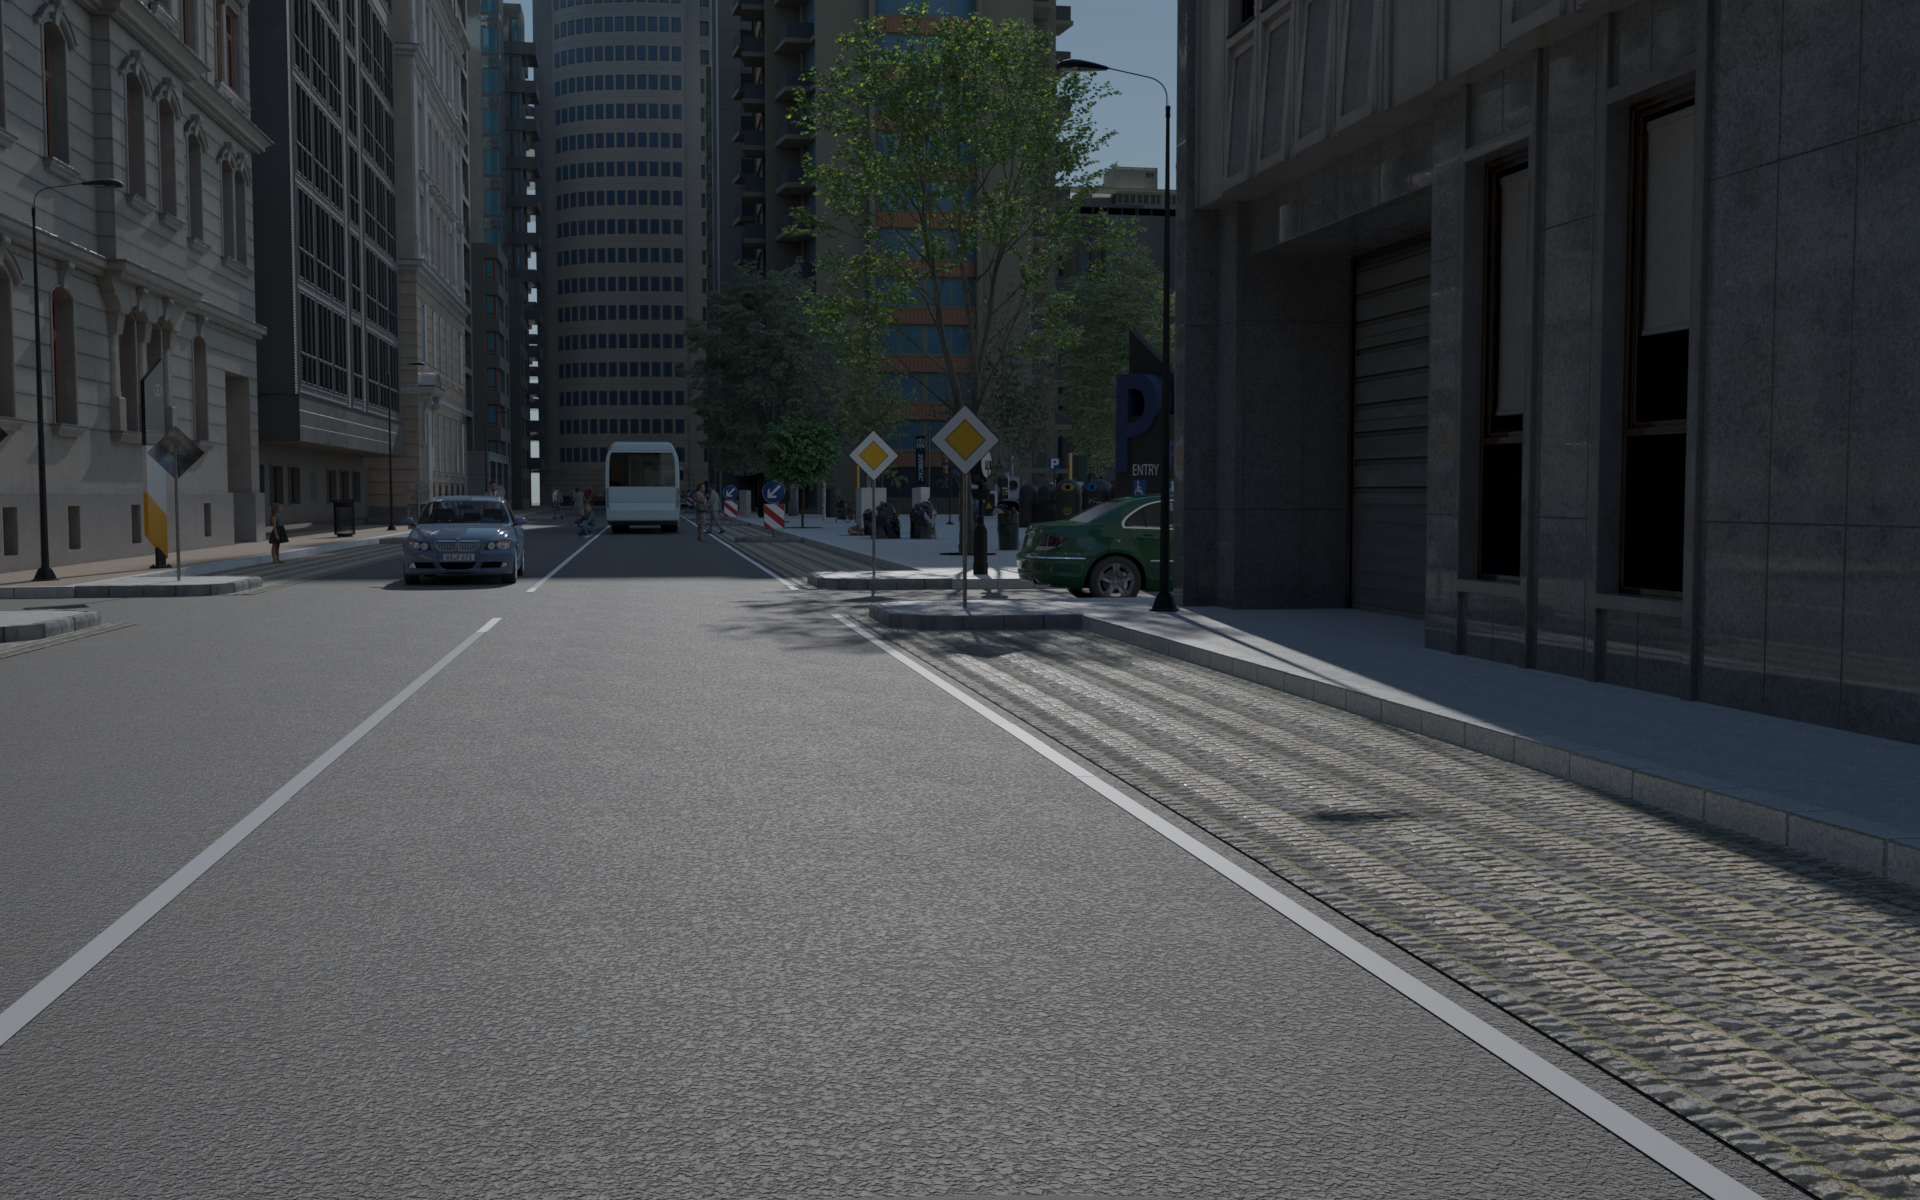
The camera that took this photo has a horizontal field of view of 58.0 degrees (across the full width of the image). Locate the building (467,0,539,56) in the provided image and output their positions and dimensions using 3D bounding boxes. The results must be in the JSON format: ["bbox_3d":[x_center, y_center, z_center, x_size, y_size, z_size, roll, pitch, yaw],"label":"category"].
[{"bbox_3d":[-54.257,-32.974,158.740,30.456,49.044,23.786,-1,4,-10],"label":"building"}]

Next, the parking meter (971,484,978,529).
[{"bbox_3d":[0.336,-2.134,43.295,0.372,1.533,0.369,0,3,0],"label":"parking meter"}]

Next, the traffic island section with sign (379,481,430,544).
[{"bbox_3d":[-15.688,-2.544,50.228,1.989,1.847,2.006,-1,4,-10],"label":"traffic island section with sign"}]

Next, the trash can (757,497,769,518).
[{"bbox_3d":[-10.686,-5.040,94.052,0.748,1.137,0.748,0,3,0],"label":"trash can"}]

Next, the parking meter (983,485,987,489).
[{"bbox_3d":[1.338,-5.473,95.194,0.399,1.863,0.255,0,4,-5],"label":"parking meter"}]

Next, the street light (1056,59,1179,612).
[{"bbox_3d":[1.712,-2.827,18.763,1.470,5.913,1.316,-1,4,-10],"label":"street light"}]

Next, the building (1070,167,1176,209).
[{"bbox_3d":[20.806,-31.596,208.481,23.993,40.220,32.217,-1,4,-10],"label":"building"}]

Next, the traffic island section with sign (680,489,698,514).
[{"bbox_3d":[-19.439,-7.285,127.736,1.989,1.847,2.006,-1,4,-10],"label":"traffic island section with sign"}]

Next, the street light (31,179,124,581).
[{"bbox_3d":[-13.032,-3.245,25.599,1.470,5.913,1.316,-1,4,-10],"label":"street light"}]

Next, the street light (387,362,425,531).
[{"bbox_3d":[-19.508,-5.410,60.996,1.470,5.913,1.316,-1,4,-10],"label":"street light"}]

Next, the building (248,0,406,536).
[{"bbox_3d":[-27.645,-16.169,57.874,14.314,27.812,24.014,-1,4,-10],"label":"building"}]

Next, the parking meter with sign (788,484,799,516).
[{"bbox_3d":[-9.766,-6.449,101.696,0.543,3.016,1.738,0,4,4],"label":"parking meter with sign"}]

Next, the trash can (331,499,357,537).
[{"bbox_3d":[-18.477,-2.467,51.988,0.748,1.137,0.748,0,3,0],"label":"trash can"}]

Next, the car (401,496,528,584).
[{"bbox_3d":[-8.279,-1.046,29.111,2.014,1.417,4.499,-1,4,-12],"label":"car"}]

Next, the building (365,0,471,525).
[{"bbox_3d":[-30.240,-17.973,79.758,13.634,28.700,20.117,-1,4,-10],"label":"building"}]

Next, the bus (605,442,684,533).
[{"bbox_3d":[-12.245,-4.449,67.598,2.948,3.499,13.247,-1,4,-9],"label":"bus"}]

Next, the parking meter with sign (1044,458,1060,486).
[{"bbox_3d":[4.415,-5.390,84.384,0.543,3.016,1.738,-1,4,-10],"label":"parking meter with sign"}]

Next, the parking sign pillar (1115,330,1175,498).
[{"bbox_3d":[3.051,-2.411,27.887,1.447,3.967,1.447,-2,4,-31],"label":"parking sign pillar"}]

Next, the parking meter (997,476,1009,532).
[{"bbox_3d":[1.373,-3.035,55.340,0.255,1.863,0.399,-1,4,-20],"label":"parking meter"}]

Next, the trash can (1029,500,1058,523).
[{"bbox_3d":[2.084,-1.934,43.281,0.748,1.137,0.748,0,3,0],"label":"trash can"}]

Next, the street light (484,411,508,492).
[{"bbox_3d":[-25.929,-7.596,96.732,1.470,5.913,1.316,-1,4,-10],"label":"street light"}]

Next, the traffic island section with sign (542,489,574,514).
[{"bbox_3d":[-29.414,-7.202,126.377,1.989,1.847,2.006,-1,4,-10],"label":"traffic island section with sign"}]

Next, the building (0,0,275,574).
[{"bbox_3d":[-23.067,-15.102,34.306,14.401,28.519,23.554,-1,4,-10],"label":"building"}]

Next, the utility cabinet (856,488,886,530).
[{"bbox_3d":[-3.132,-3.194,60.907,1.173,1.500,0.318,-3,5,-45],"label":"utility cabinet"}]

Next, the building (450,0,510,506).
[{"bbox_3d":[-38.988,-40.843,106.033,20.563,71.187,20.611,-1,4,-10],"label":"building"}]

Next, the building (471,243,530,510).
[{"bbox_3d":[-47.966,-17.515,131.402,27.650,21.520,28.899,-1,4,-10],"label":"building"}]

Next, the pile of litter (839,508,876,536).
[{"bbox_3d":[-2.965,-2.429,53.675,1.719,0.858,1.176,-1,4,-19],"label":"pile of litter"}]

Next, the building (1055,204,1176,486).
[{"bbox_3d":[15.693,-24.762,176.554,14.107,30.474,14.160,-1,4,-10],"label":"building"}]

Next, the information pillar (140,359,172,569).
[{"bbox_3d":[-13.862,-2.352,29.812,0.183,3.616,0.504,1,4,14],"label":"information pillar"}]

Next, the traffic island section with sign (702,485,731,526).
[{"bbox_3d":[-10.499,-4.254,78.180,1.989,1.847,2.006,-1,4,-10],"label":"traffic island section with sign"}]

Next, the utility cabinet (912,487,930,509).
[{"bbox_3d":[-1.273,-2.891,55.952,0.318,1.500,1.173,1,4,13],"label":"utility cabinet"}]

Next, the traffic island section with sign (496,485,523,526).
[{"bbox_3d":[-20.553,-4.195,77.224,1.989,1.847,2.006,-1,4,-10],"label":"traffic island section with sign"}]

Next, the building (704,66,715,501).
[{"bbox_3d":[-17.960,-29.781,170.513,14.154,41.232,14.086,-1,4,-10],"label":"building"}]

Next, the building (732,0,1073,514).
[{"bbox_3d":[-4.565,-28.588,122.039,22.147,44.769,28.867,-1,4,-10],"label":"building"}]

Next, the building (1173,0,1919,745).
[{"bbox_3d":[10.142,-11.782,10.656,12.078,24.808,19.932,-1,4,-10],"label":"building"}]

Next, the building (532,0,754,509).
[{"bbox_3d":[-32.694,-39.838,193.344,28.212,58.520,21.231,-1,4,-10],"label":"building"}]

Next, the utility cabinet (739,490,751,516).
[{"bbox_3d":[-12.176,-5.478,98.237,0.318,1.500,1.173,-2,4,-26],"label":"utility cabinet"}]

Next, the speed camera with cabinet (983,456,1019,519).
[{"bbox_3d":[2.042,-5.858,90.107,2.038,3.252,0.660,0,4,-4],"label":"speed camera with cabinet"}]

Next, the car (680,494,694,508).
[{"bbox_3d":[-26.166,-9.504,164.183,1.959,1.807,4.718,-1,4,-10],"label":"car"}]

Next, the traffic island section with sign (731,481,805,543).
[{"bbox_3d":[-5.710,-2.631,51.652,1.989,1.847,2.006,-1,4,-10],"label":"traffic island section with sign"}]

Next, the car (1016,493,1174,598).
[{"bbox_3d":[3.211,-0.692,23.117,4.920,1.459,2.131,-1,4,-8],"label":"car"}]
